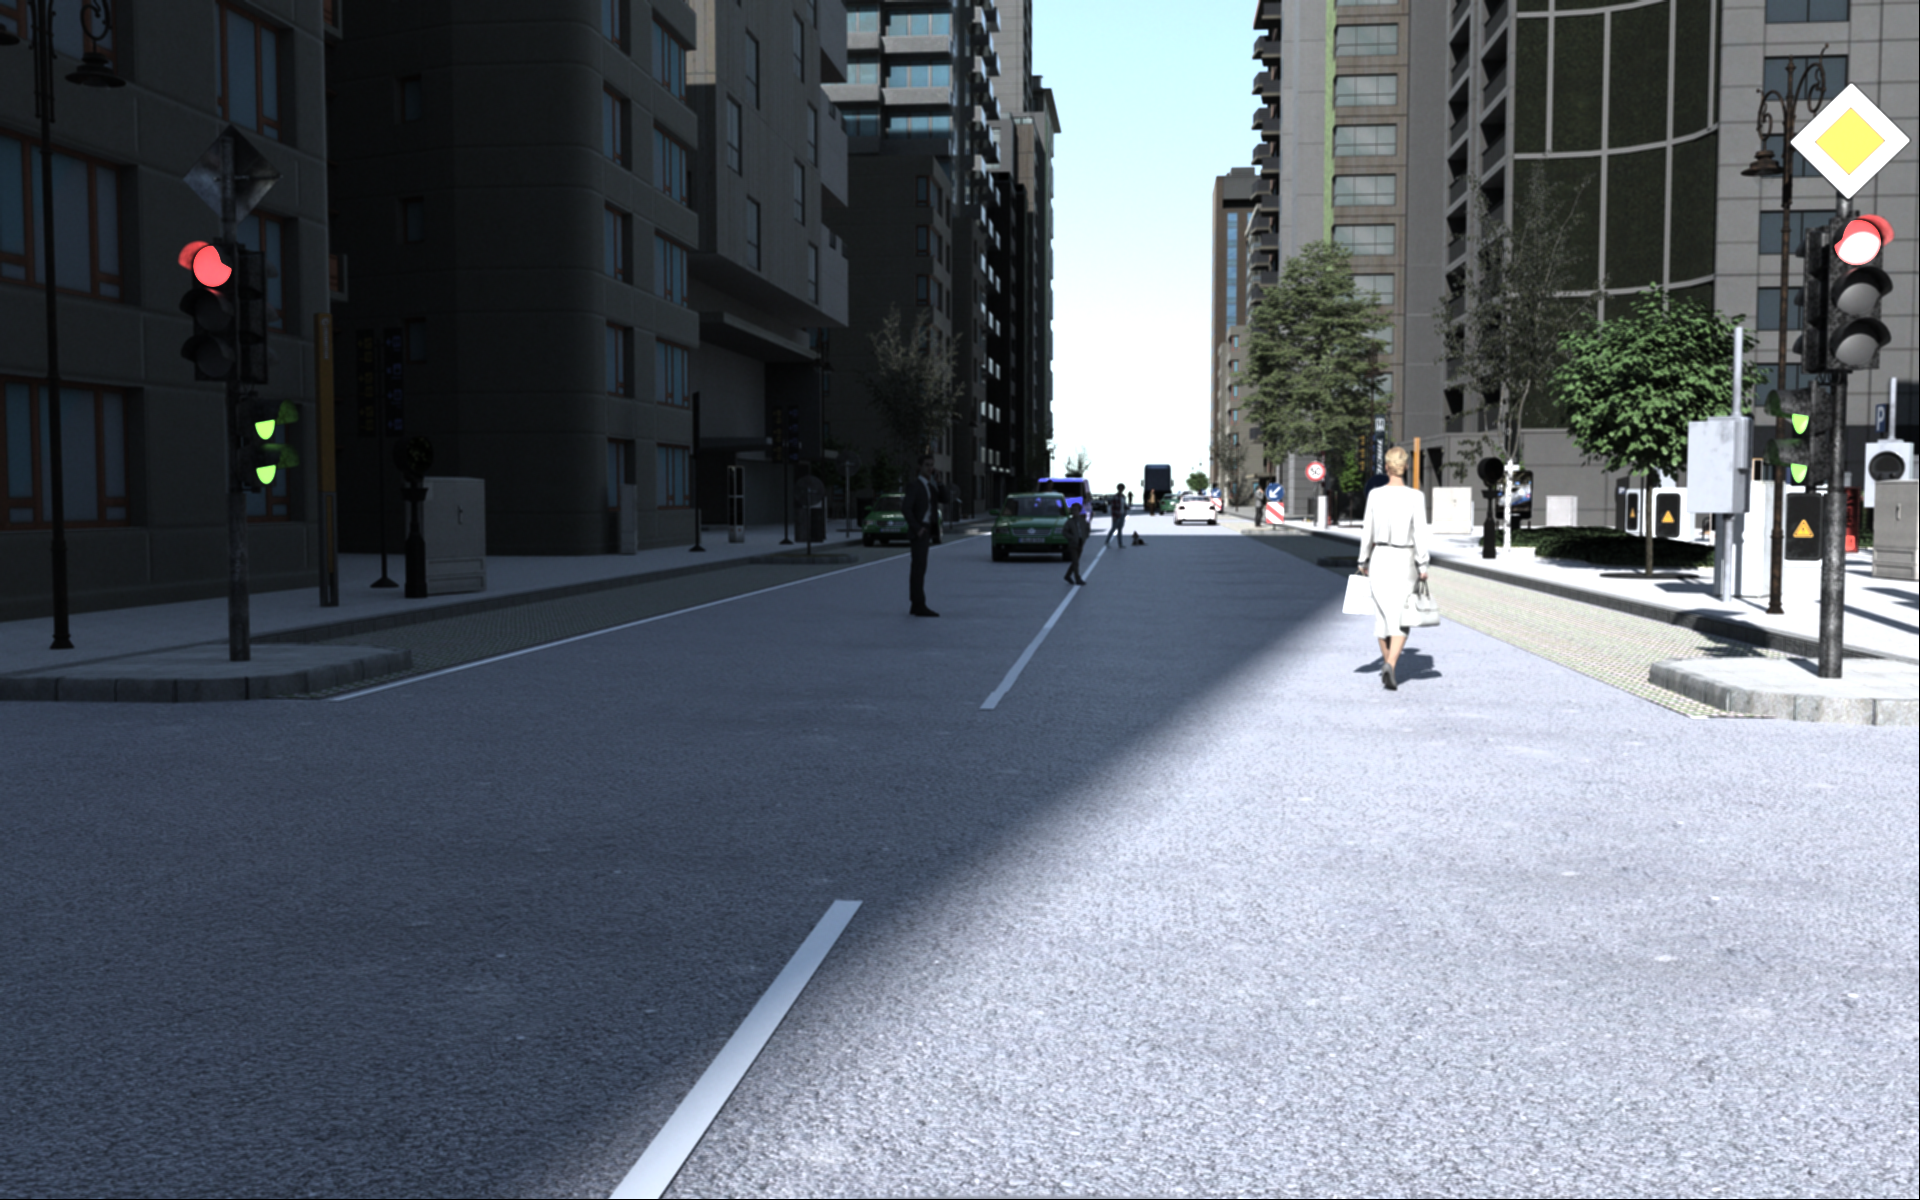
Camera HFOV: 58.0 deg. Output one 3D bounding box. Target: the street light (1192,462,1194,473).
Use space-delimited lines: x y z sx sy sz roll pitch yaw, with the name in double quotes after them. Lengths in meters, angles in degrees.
32.851 -16.626 244.618 0.468 5.910 1.993 0 4 6 "street light"

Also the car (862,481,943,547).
-1.577 -2.417 48.314 1.959 1.807 4.718 0 4 7 "car"

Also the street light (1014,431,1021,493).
4.168 -9.280 124.516 0.468 5.910 1.993 0 4 6 "street light"

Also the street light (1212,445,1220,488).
23.950 -11.506 160.902 0.468 5.910 1.993 0 4 6 "street light"

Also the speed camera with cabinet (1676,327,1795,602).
9.546 -1.646 21.255 0.660 3.252 2.038 3 5 42 "speed camera with cabinet"

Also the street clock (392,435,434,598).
-6.719 -1.025 21.333 0.358 2.002 0.471 2 4 27 "street clock"

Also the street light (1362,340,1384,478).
12.383 -4.850 52.079 0.468 5.910 1.993 0 4 6 "street light"

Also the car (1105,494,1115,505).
17.931 -12.073 207.187 2.009 1.686 4.222 0 4 7 "car"

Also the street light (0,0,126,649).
-7.462 -2.534 14.212 0.468 5.910 1.993 0 4 6 "street light"

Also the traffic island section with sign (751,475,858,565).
-3.174 -1.671 35.947 1.989 1.847 2.006 0 4 6 "traffic island section with sign"

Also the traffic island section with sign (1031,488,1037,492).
4.964 -6.352 112.479 1.989 1.847 2.006 0 4 6 "traffic island section with sign"

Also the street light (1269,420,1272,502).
16.793 -7.386 93.550 0.468 5.910 1.993 0 4 6 "street light"

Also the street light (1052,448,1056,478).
9.286 -12.214 172.492 0.468 5.910 1.993 0 4 6 "street light"

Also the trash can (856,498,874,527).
-3.663 -3.369 66.729 0.748 1.137 0.748 0 3 0 "trash can"

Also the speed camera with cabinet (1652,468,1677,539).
19.277 -3.127 45.459 2.038 3.252 0.660 3 5 41 "speed camera with cabinet"

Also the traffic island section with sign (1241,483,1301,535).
11.052 -3.248 61.728 1.989 1.847 2.006 0 4 6 "traffic island section with sign"

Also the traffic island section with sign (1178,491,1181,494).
27.918 -12.961 220.536 1.989 1.847 2.006 0 4 6 "traffic island section with sign"

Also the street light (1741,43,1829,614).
8.747 -2.790 18.409 0.468 5.910 1.993 0 4 6 "street light"

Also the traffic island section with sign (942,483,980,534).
-0.302 -3.322 62.939 1.989 1.847 2.006 0 4 6 "traffic island section with sign"

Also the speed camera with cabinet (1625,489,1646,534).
21.985 -3.719 55.142 0.660 3.252 2.038 0 4 -8 "speed camera with cabinet"

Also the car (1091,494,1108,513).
10.296 -7.450 131.591 2.009 1.686 4.222 0 4 7 "car"

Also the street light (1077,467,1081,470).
16.477 -16.343 239.993 0.468 5.910 1.993 0 4 6 "street light"

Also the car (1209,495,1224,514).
17.793 -6.751 122.961 1.945 1.354 3.894 0 4 6 "car"

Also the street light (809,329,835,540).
-3.856 -4.645 48.733 0.468 5.910 1.993 0 4 6 "street light"

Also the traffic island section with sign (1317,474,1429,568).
8.152 -1.576 34.388 1.989 1.847 2.006 0 4 6 "traffic island section with sign"

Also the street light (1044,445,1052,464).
7.862 -11.354 158.430 0.468 5.910 1.993 0 4 6 "street light"

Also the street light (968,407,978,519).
0.678 -7.200 90.509 0.468 5.910 1.993 0 4 6 "street light"

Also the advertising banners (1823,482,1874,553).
19.370 -2.539 37.703 2.074 3.025 0.090 1 4 19 "advertising banners"

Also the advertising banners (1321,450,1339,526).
14.891 -4.503 69.808 0.090 3.025 2.074 2 4 33 "advertising banners"

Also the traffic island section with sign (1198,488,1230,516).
16.285 -6.263 111.030 1.989 1.847 2.006 0 4 6 "traffic island section with sign"

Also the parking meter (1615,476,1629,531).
21.671 -3.119 56.704 0.399 1.863 0.255 2 4 33 "parking meter"

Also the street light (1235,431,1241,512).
20.365 -9.446 127.227 0.468 5.910 1.993 0 4 6 "street light"

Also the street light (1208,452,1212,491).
25.517 -12.442 176.217 0.468 5.910 1.993 0 4 6 "street light"

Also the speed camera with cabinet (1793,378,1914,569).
15.191 -2.167 29.768 2.038 3.252 0.660 2 4 35 "speed camera with cabinet"

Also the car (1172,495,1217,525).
10.946 -4.178 80.676 2.083 1.381 4.827 0 4 5 "car"

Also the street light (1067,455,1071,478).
12.922 -14.274 206.162 0.468 5.910 1.993 0 4 6 "street light"

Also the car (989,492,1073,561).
1.661 -1.803 38.277 1.959 1.807 4.718 0 4 4 "car"

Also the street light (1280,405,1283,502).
15.987 -6.935 86.172 0.468 5.910 1.993 0 4 6 "street light"

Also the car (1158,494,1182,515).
14.606 -6.536 118.666 2.131 1.459 4.920 0 4 8 "car"

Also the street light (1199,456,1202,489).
29.134 -14.502 209.889 0.468 5.910 1.993 0 4 6 "street light"

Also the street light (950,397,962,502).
-0.212 -6.704 82.402 0.468 5.910 1.993 0 4 6 "street light"
